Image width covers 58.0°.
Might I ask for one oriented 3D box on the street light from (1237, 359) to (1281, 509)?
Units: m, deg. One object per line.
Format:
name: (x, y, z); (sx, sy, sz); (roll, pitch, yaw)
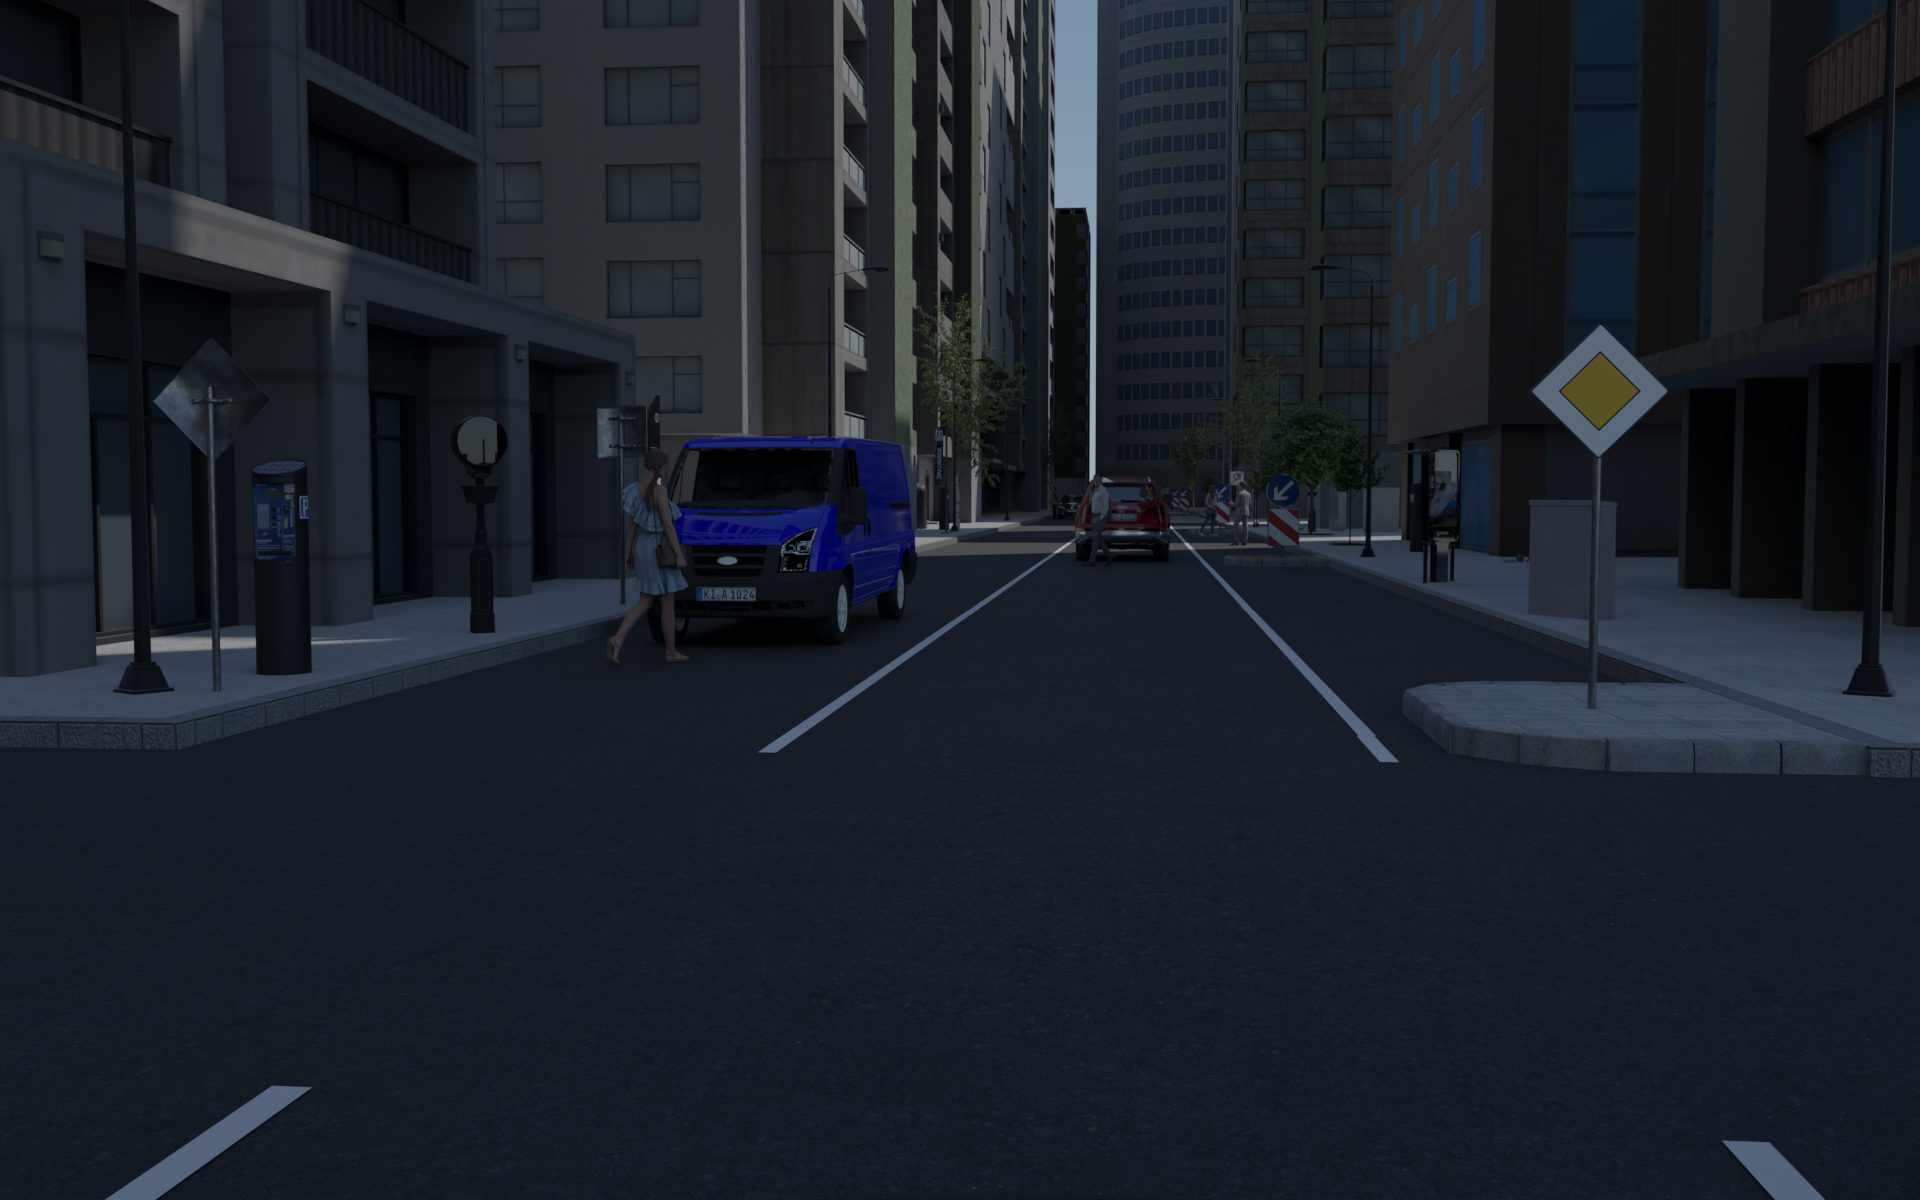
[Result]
street light: (10.411, -5.317, 59.476); (1.470, 5.913, 1.316); (0, 4, 6)

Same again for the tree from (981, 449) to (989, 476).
tree: (-0.305, -6.183, 84.811); (4.285, 4.588, 4.351); (0, 3, 0)

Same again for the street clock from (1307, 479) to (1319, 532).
street clock: (11.913, -3.303, 58.566); (0.471, 2.002, 0.358); (-3, 5, -40)

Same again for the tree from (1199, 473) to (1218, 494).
tree: (21.075, -9.341, 147.328); (1.663, 3.219, 1.824); (0, 3, 0)

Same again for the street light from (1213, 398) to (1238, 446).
street light: (12.908, -6.808, 83.846); (1.470, 5.913, 1.316); (0, 4, 6)

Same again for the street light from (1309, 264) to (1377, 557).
street light: (7.763, -3.828, 35.123); (1.470, 5.913, 1.316); (0, 4, 6)

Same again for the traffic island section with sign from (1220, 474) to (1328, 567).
traffic island section with sign: (6.376, -1.618, 35.074); (1.989, 1.847, 2.006); (0, 4, 6)

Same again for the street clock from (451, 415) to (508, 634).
street clock: (-4.421, -0.698, 15.977); (0.471, 2.002, 0.358); (-2, 4, -29)

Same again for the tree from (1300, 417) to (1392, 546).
tree: (9.669, -2.975, 43.235); (1.663, 3.219, 1.824); (0, 3, 0)

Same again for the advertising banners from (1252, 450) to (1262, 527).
advertising banners: (11.558, -4.346, 67.251); (0.090, 3.025, 2.074); (1, 4, 18)

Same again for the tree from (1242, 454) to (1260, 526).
tree: (12.634, -4.651, 70.650); (1.663, 3.219, 1.824); (0, 3, 0)

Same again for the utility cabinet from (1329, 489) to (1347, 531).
utility cabinet: (13.138, -3.156, 60.278); (0.318, 1.500, 1.173); (0, 4, -2)

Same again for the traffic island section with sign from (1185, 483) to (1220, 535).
traffic island section with sign: (9.174, -3.257, 61.884); (1.989, 1.847, 2.006); (0, 4, 6)

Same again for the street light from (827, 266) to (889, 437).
street light: (-2.138, -3.846, 35.427); (1.470, 5.913, 1.316); (0, 4, 6)

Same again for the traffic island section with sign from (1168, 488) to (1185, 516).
traffic island section with sign: (14.391, -6.335, 112.210); (1.989, 1.847, 2.006); (0, 4, 6)

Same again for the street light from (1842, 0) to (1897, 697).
street light: (5.298, -2.352, 10.991); (1.470, 5.913, 1.316); (0, 4, 6)

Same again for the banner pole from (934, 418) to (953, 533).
banner pole: (-0.581, -4.078, 56.699); (0.401, 3.779, 0.863); (3, 4, 36)

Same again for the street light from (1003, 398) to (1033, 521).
street light: (2.819, -6.801, 83.734); (1.470, 5.913, 1.316); (0, 4, 6)

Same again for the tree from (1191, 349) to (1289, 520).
tree: (14.526, -8.349, 86.862); (4.737, 8.622, 4.395); (0, 3, 0)

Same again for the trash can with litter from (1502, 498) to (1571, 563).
trash can with litter: (11.141, -1.345, 33.051); (2.233, 1.210, 1.678); (-2, 4, -26)

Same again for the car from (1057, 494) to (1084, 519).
car: (6.510, -5.455, 98.979); (2.009, 1.686, 4.222); (0, 4, 7)

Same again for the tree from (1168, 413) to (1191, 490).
tree: (20.574, -12.460, 154.089); (4.737, 8.622, 4.395); (0, 3, 0)

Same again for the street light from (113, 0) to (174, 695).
street light: (-4.764, -2.353, 11.006); (1.470, 5.913, 1.316); (0, 4, 6)

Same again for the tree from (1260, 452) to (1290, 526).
tree: (11.879, -4.158, 62.589); (1.663, 3.219, 1.824); (0, 3, 0)

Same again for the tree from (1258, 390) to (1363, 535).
tree: (10.969, -4.326, 54.446); (4.285, 4.588, 4.351); (0, 3, 0)

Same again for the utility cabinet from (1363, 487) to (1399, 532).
utility cabinet: (14.172, -3.035, 58.294); (1.173, 1.500, 0.318); (1, 4, 13)

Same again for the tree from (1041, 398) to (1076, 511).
tree: (6.722, -11.108, 131.983); (4.360, 8.622, 3.978); (0, 3, 0)

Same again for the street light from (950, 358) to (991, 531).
street light: (0.344, -5.310, 59.366); (1.470, 5.913, 1.316); (0, 4, 6)

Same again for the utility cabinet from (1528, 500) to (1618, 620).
utility cabinet: (6.383, -0.422, 18.069); (0.306, 1.237, 1.020); (-1, 4, -20)

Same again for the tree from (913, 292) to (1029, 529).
tree: (0.075, -6.903, 63.224); (4.737, 8.622, 4.395); (0, 3, 0)

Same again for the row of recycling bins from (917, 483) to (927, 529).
row of recycling bins: (-2.464, -3.396, 62.645); (1.069, 1.692, 3.534); (3, 5, 40)

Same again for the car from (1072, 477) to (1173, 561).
car: (3.634, -1.837, 38.707); (2.281, 1.827, 5.304); (0, 4, 5)
